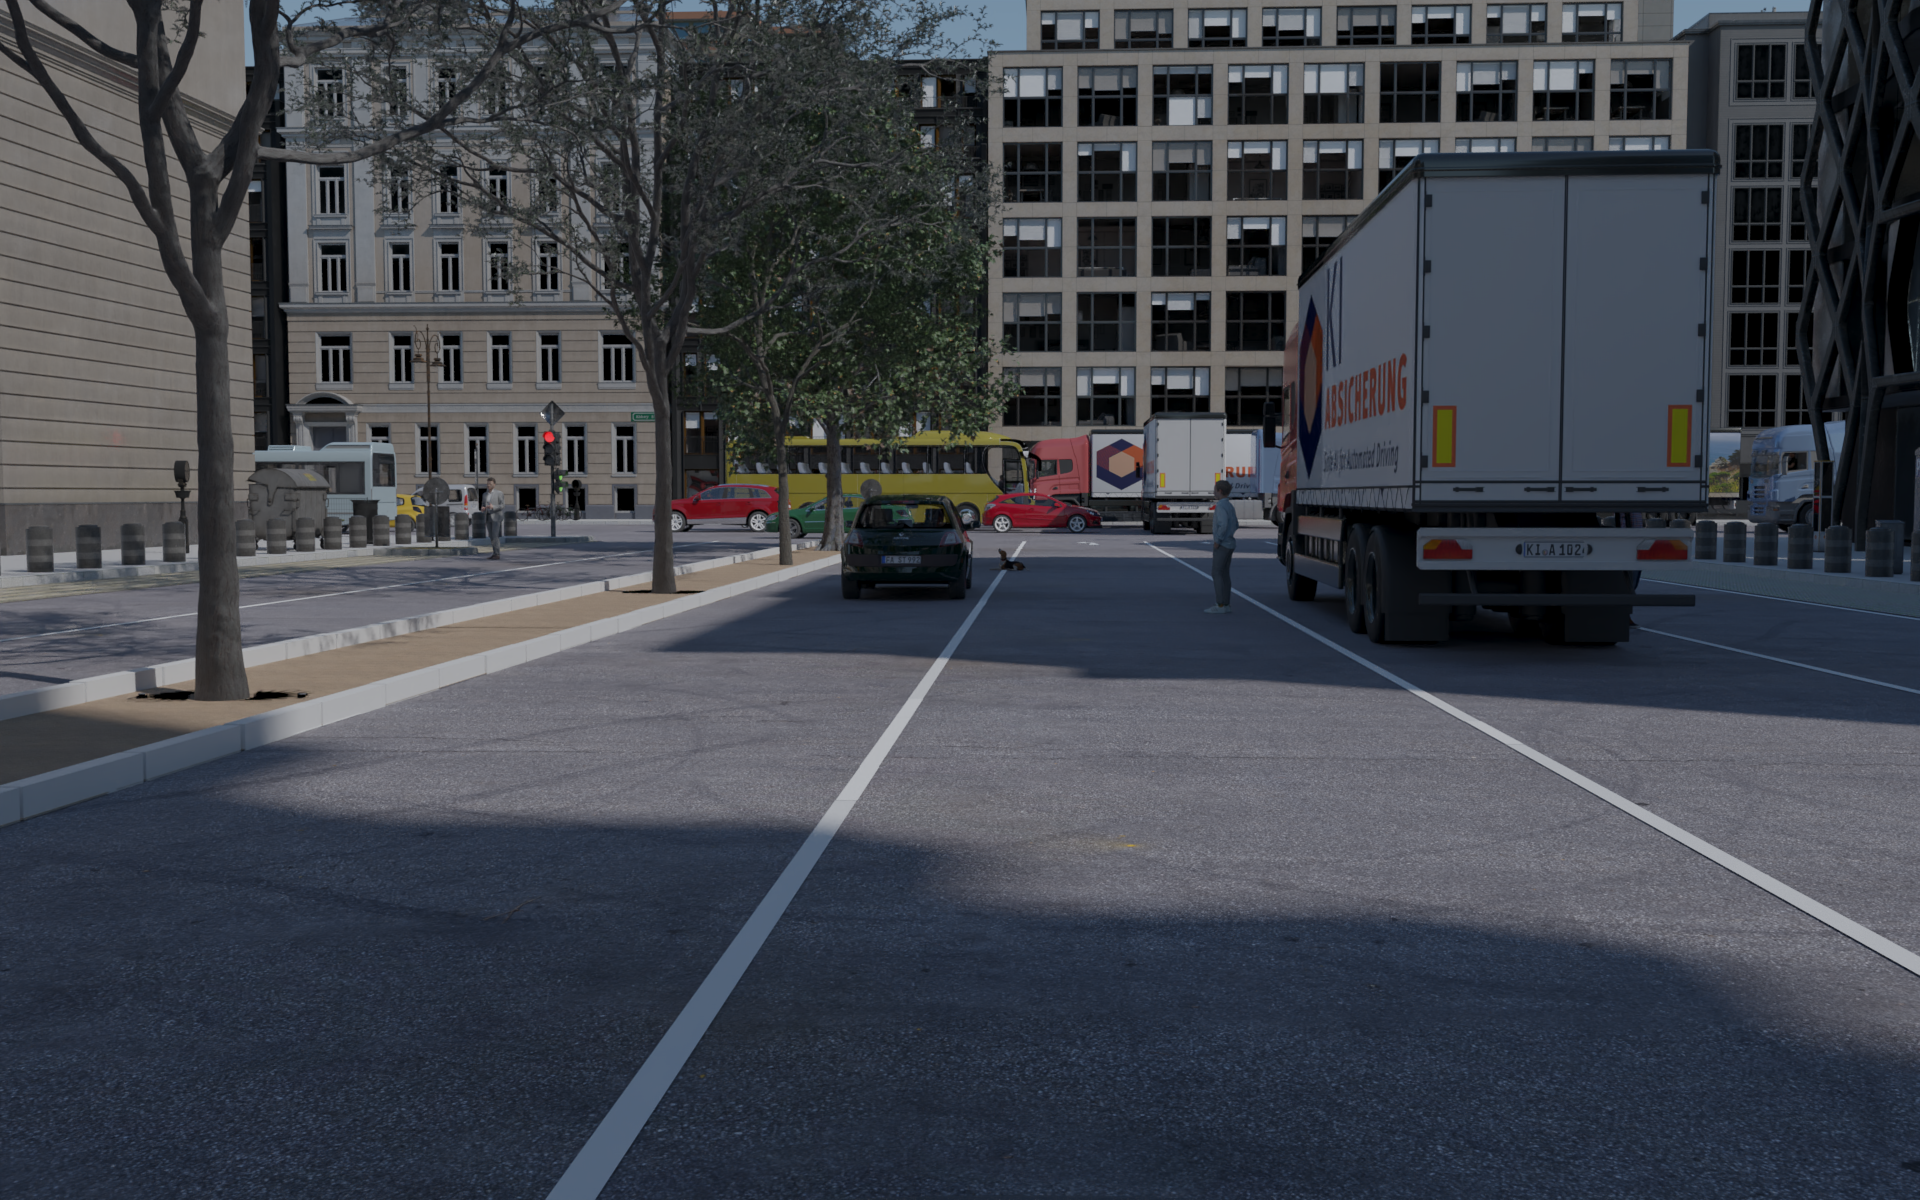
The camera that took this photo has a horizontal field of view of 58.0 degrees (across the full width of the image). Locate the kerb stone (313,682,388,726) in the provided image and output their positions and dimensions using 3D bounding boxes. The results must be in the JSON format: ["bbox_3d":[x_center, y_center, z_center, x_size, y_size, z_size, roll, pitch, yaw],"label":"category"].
[{"bbox_3d":[-3.965,0.675,11.191,0.120,0.150,1.000,0,4,3],"label":"kerb stone"}]

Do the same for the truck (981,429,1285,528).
[{"bbox_3d":[6.612,-5.087,72.926,18.799,4.110,2.967,0,4,3],"label":"truck"}]

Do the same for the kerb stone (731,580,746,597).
[{"bbox_3d":[-3.212,-0.144,24.553,0.120,0.150,1.000,0,4,3],"label":"kerb stone"}]

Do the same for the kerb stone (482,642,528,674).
[{"bbox_3d":[-3.792,0.485,14.273,0.120,0.150,1.000,0,4,3],"label":"kerb stone"}]

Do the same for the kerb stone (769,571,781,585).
[{"bbox_3d":[-3.043,-0.333,27.634,0.120,0.150,1.000,0,4,3],"label":"kerb stone"}]

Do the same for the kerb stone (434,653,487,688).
[{"bbox_3d":[-3.859,0.548,13.243,0.120,0.150,1.000,0,4,3],"label":"kerb stone"}]

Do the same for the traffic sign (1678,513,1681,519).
[{"bbox_3d":[16.170,-2.380,38.911,0.884,2.594,0.081,0,4,7],"label":"traffic sign"}]

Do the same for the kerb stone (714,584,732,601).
[{"bbox_3d":[-3.279,-0.081,23.524,0.120,0.150,1.000,0,4,3],"label":"kerb stone"}]

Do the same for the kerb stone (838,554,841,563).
[{"bbox_3d":[-2.579,-0.837,35.876,0.120,0.150,1.000,0,4,3],"label":"kerb stone"}]

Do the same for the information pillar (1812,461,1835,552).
[{"bbox_3d":[18.983,-2.056,38.102,0.304,2.012,0.304,0,4,-3],"label":"information pillar"}]

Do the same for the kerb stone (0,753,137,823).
[{"bbox_3d":[-4.142,0.863,8.101,0.120,0.150,1.000,0,4,3],"label":"kerb stone"}]

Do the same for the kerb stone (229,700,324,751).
[{"bbox_3d":[-4.021,0.736,10.166,0.120,0.150,1.000,0,4,3],"label":"kerb stone"}]

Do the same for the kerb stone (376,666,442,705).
[{"bbox_3d":[-3.912,0.610,12.216,0.120,0.150,1.000,0,4,3],"label":"kerb stone"}]

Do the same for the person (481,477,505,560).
[{"bbox_3d":[-10.286,-1.788,37.929,0.606,1.804,0.583,1,4,20],"label":"person"}]

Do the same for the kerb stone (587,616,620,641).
[{"bbox_3d":[-3.620,0.296,17.362,0.120,0.150,1.000,0,4,3],"label":"kerb stone"}]

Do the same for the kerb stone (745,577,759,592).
[{"bbox_3d":[-3.156,-0.206,25.585,0.120,0.150,1.000,0,4,3],"label":"kerb stone"}]

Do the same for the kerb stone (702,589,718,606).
[{"bbox_3d":[-3.328,-0.012,22.495,0.120,0.150,1.000,0,4,3],"label":"kerb stone"}]

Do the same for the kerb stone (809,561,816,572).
[{"bbox_3d":[-2.812,-0.582,31.754,0.120,0.150,1.000,0,4,3],"label":"kerb stone"}]

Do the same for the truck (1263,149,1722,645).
[{"bbox_3d":[5.346,-1.888,19.776,2.839,4.237,11.283,0,4,4],"label":"truck"}]

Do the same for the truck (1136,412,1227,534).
[{"bbox_3d":[8.217,-4.655,65.027,2.839,4.237,11.283,0,4,3],"label":"truck"}]

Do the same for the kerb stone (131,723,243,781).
[{"bbox_3d":[-4.086,0.801,9.130,0.120,0.150,1.000,0,4,3],"label":"kerb stone"}]

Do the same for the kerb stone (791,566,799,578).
[{"bbox_3d":[-2.931,-0.459,29.696,0.120,0.150,1.000,0,4,3],"label":"kerb stone"}]

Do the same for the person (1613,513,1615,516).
[{"bbox_3d":[21.134,-2.820,55.361,0.466,1.731,0.760,0,4,-6],"label":"person"}]

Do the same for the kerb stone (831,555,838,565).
[{"bbox_3d":[-2.633,-0.767,34.836,0.120,0.150,1.000,0,4,3],"label":"kerb stone"}]

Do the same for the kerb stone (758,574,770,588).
[{"bbox_3d":[-3.096,-0.270,26.609,0.120,0.150,1.000,0,4,3],"label":"kerb stone"}]

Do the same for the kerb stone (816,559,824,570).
[{"bbox_3d":[-2.746,-0.648,32.786,0.120,0.150,1.000,0,4,3],"label":"kerb stone"}]

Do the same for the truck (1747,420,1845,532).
[{"bbox_3d":[38.119,-4.500,63.326,18.799,4.110,2.967,0,4,4],"label":"truck"}]

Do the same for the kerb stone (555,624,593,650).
[{"bbox_3d":[-3.679,0.359,16.330,0.120,0.150,1.000,0,4,3],"label":"kerb stone"}]

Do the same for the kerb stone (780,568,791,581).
[{"bbox_3d":[-2.978,-0.396,28.665,0.120,0.150,1.000,0,4,3],"label":"kerb stone"}]

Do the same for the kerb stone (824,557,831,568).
[{"bbox_3d":[-2.701,-0.708,33.811,0.120,0.150,1.000,0,4,3],"label":"kerb stone"}]

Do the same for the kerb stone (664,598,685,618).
[{"bbox_3d":[-3.444,0.113,20.439,0.120,0.150,1.000,0,4,3],"label":"kerb stone"}]

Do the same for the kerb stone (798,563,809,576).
[{"bbox_3d":[-2.863,-0.522,30.729,0.120,0.150,1.000,0,4,3],"label":"kerb stone"}]

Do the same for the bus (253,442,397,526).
[{"bbox_3d":[-27.359,-4.143,62.601,13.247,3.499,2.948,0,4,2],"label":"bus"}]

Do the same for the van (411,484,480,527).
[{"bbox_3d":[-23.157,-4.195,75.596,4.112,2.044,2.013,0,4,4],"label":"van"}]

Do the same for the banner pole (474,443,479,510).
[{"bbox_3d":[-23.726,-5.809,85.000,0.401,3.779,0.863,0,4,-5],"label":"banner pole"}]

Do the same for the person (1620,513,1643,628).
[{"bbox_3d":[7.224,-0.499,18.614,0.435,1.587,0.963,2,4,28],"label":"person"}]

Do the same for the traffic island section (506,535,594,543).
[{"bbox_3d":[-12.231,-1.819,52.018,2.009,0.180,2.903,0,4,3],"label":"traffic island section"}]

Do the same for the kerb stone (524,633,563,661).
[{"bbox_3d":[-3.734,0.425,15.298,0.120,0.150,1.000,0,4,3],"label":"kerb stone"}]

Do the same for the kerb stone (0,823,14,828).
[{"bbox_3d":[-4.198,0.925,7.075,0.120,0.150,1.000,0,4,3],"label":"kerb stone"}]

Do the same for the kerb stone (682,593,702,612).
[{"bbox_3d":[-3.388,0.045,21.464,0.120,0.150,1.000,0,4,3],"label":"kerb stone"}]

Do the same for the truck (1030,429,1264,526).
[{"bbox_3d":[7.973,-5.326,75.986,11.283,4.237,2.839,0,4,2],"label":"truck"}]

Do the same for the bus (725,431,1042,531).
[{"bbox_3d":[-2.930,-4.677,68.009,12.252,3.916,2.896,0,4,2],"label":"bus"}]

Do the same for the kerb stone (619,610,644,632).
[{"bbox_3d":[-3.557,0.239,18.387,0.120,0.150,1.000,0,4,3],"label":"kerb stone"}]

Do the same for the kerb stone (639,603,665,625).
[{"bbox_3d":[-3.503,0.172,19.411,0.120,0.150,1.000,0,4,3],"label":"kerb stone"}]

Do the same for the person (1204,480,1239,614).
[{"bbox_3d":[3.178,-0.651,20.960,0.330,1.601,0.589,2,4,34],"label":"person"}]

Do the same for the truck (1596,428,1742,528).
[{"bbox_3d":[27.399,-5.241,74.603,11.283,4.237,2.839,0,4,3],"label":"truck"}]
